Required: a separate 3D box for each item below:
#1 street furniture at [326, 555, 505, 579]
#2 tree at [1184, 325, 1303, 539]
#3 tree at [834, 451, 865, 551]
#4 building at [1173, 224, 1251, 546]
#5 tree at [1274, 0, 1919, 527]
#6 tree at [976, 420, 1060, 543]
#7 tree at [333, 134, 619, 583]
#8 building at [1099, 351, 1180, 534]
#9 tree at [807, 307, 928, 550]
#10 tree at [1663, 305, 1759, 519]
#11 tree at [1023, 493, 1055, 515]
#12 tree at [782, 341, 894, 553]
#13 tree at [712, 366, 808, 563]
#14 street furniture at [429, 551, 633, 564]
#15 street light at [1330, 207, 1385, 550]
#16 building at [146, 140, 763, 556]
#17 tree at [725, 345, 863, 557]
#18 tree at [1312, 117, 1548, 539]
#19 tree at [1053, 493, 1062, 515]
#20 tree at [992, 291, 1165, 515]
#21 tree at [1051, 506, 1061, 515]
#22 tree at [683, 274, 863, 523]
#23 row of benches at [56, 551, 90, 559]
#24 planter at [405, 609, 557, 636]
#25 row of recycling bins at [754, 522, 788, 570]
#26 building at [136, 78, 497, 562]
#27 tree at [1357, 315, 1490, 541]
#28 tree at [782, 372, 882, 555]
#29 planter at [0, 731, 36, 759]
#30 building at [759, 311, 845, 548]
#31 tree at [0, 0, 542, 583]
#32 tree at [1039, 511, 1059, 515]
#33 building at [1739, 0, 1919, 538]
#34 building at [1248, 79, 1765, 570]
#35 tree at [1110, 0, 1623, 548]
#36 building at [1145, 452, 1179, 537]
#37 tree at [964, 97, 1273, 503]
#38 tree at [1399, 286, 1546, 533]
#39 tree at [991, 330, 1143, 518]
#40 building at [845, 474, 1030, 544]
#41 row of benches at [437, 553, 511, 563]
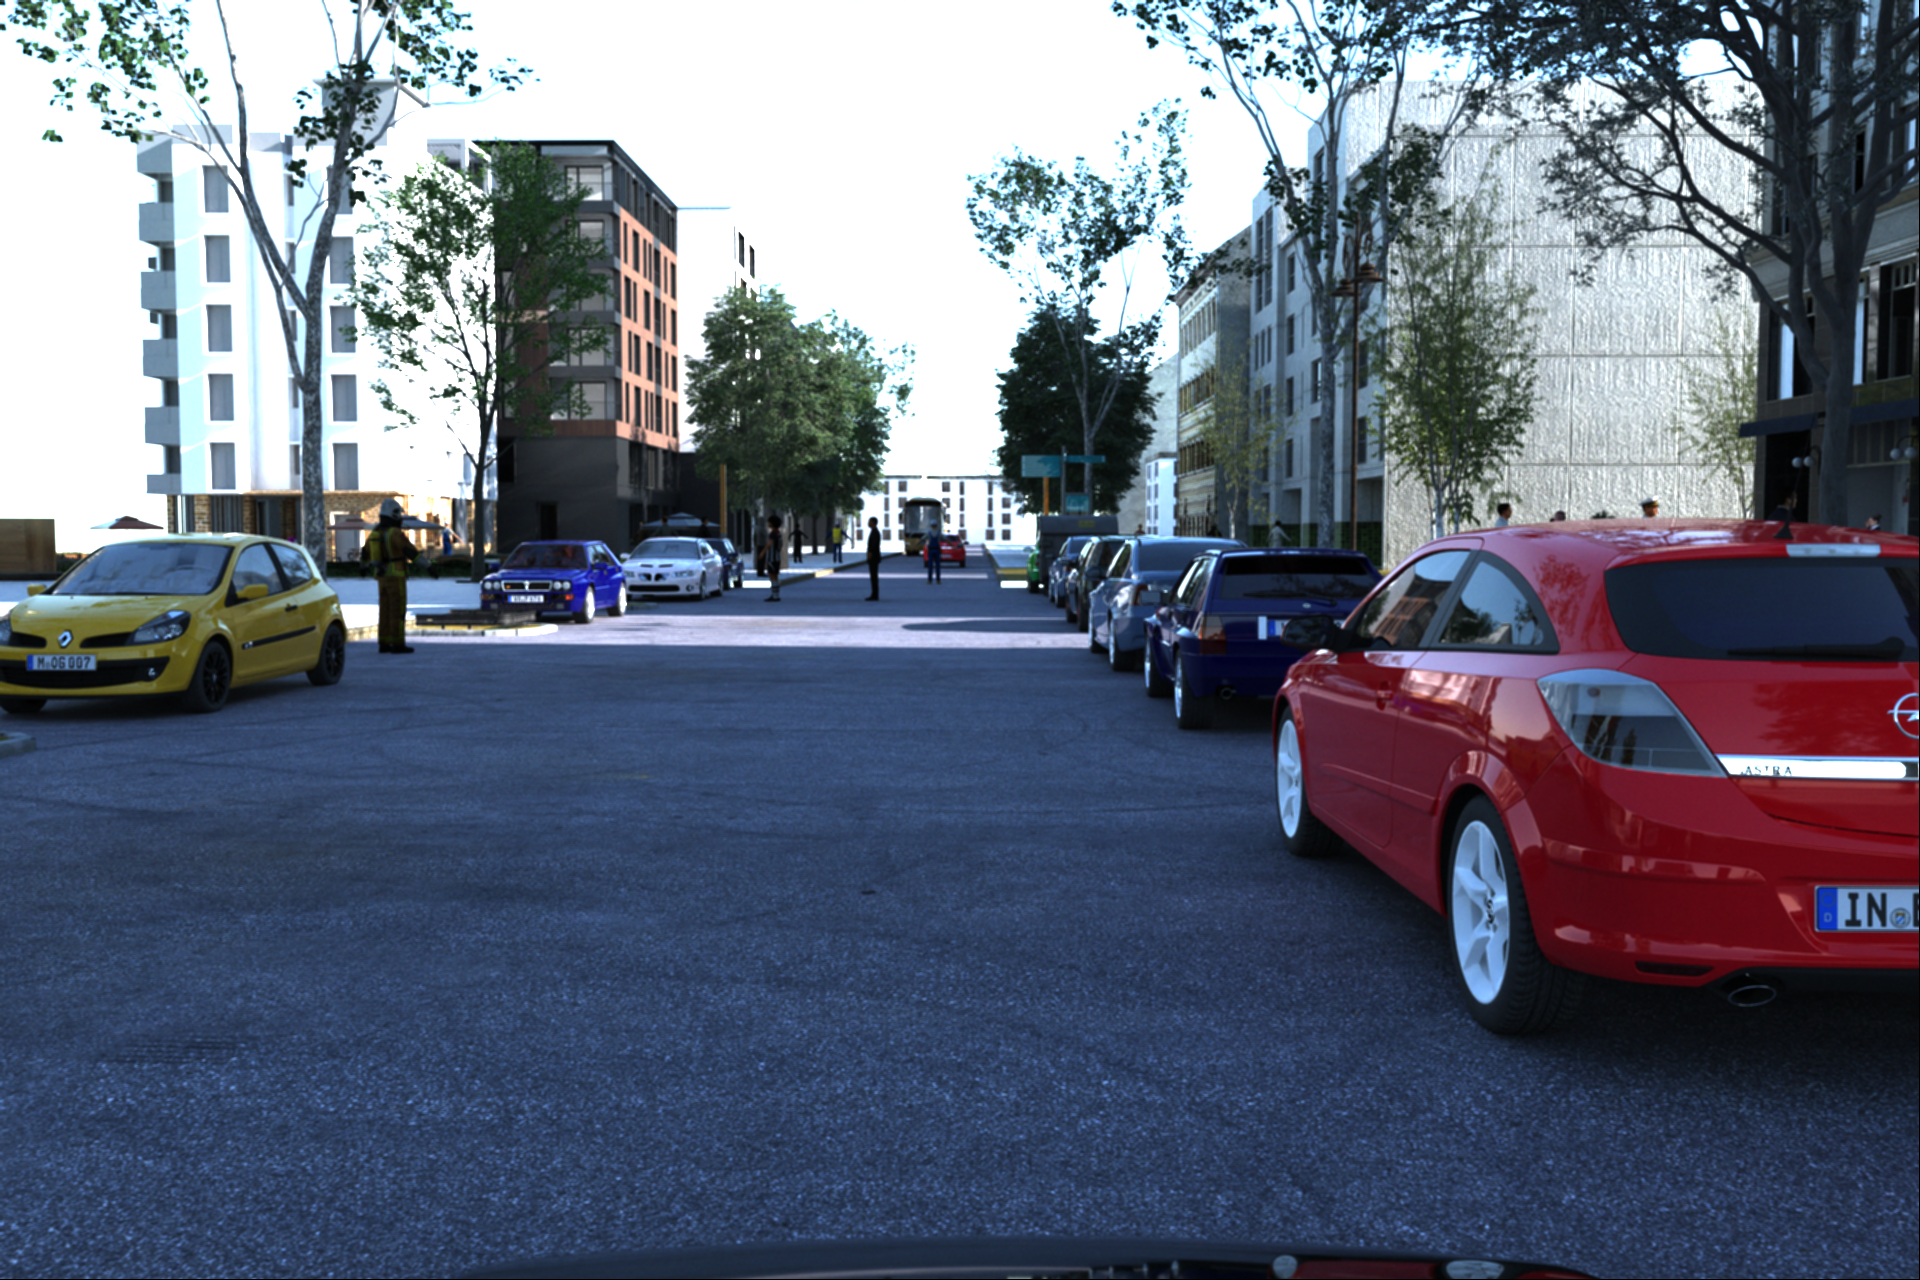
[{"bbox_3d":[-17.267,-2.210,51.754,10.072,0.657,5.734,0,4,-4],"label":"street furniture"},{"bbox_3d":[9.566,-6.770,61.054,4.360,8.622,3.978,0,3,0],"label":"tree"},{"bbox_3d":[-8.342,-11.095,131.763,4.360,8.622,3.978,0,3,0],"label":"tree"},{"bbox_3d":[23.222,-16.605,102.418,19.493,23.208,18.063,0,4,0],"label":"building"},{"bbox_3d":[8.052,-6.451,15.840,12.009,13.543,11.850,0,3,0],"label":"tree"},{"bbox_3d":[6.578,-14.334,144.733,12.009,13.543,11.850,0,3,0],"label":"tree"},{"bbox_3d":[-12.551,-7.312,45.304,9.928,11.665,9.643,0,3,0],"label":"tree"},{"bbox_3d":[26.499,-22.925,205.759,19.493,23.208,18.063,0,4,0],"label":"building"},{"bbox_3d":[-8.689,-17.573,143.206,12.611,20.169,13.585,0,3,0],"label":"tree"},{"bbox_3d":[25.250,-6.398,54.972,4.360,8.622,3.978,0,3,0],"label":"tree"},{"bbox_3d":[6.701,-10.991,130.069,4.737,8.622,4.395,0,3,0],"label":"tree"},{"bbox_3d":[-8.787,-12.803,115.985,9.857,13.997,8.962,0,3,0],"label":"tree"},{"bbox_3d":[-9.407,-7.732,76.778,4.360,8.622,3.978,0,3,0],"label":"tree"},{"bbox_3d":[-14.638,-2.961,64.042,10.072,0.657,5.734,-1,4,-13],"label":"street furniture"},{"bbox_3d":[5.687,-3.191,24.956,0.468,5.910,1.993,0,4,1],"label":"street light"},{"bbox_3d":[-28.159,-16.058,106.531,27.936,21.610,32.646,0,4,1],"label":"building"},{"bbox_3d":[-9.163,-10.385,95.548,9.928,11.665,9.643,0,3,0],"label":"tree"},{"bbox_3d":[8.708,-4.922,30.840,4.360,8.622,3.978,0,3,0],"label":"tree"},{"bbox_3d":[6.977,-10.039,114.506,4.737,8.622,4.395,0,3,0],"label":"tree"},{"bbox_3d":[6.133,-11.251,90.607,9.857,13.997,8.962,0,3,0],"label":"tree"},{"bbox_3d":[6.835,-10.558,122.987,4.737,8.622,4.395,0,3,0],"label":"tree"},{"bbox_3d":[-9.200,-10.907,84.982,9.857,13.997,8.962,0,3,0],"label":"tree"},{"bbox_3d":[-32.975,-2.942,63.572,1.422,0.672,4.104,0,4,-4],"label":"row of benches"},{"bbox_3d":[-6.985,-0.252,25.256,1.991,0.319,1.994,0,4,1],"label":"planter"},{"bbox_3d":[-6.827,-3.421,63.042,1.069,1.692,3.534,0,4,2],"label":"row of recycling bins"},{"bbox_3d":[-28.285,-13.270,73.379,16.016,20.090,11.380,0,4,1],"label":"building"},{"bbox_3d":[15.483,-6.523,57.010,4.737,8.622,4.395,0,3,0],"label":"tree"},{"bbox_3d":[-8.774,-11.007,105.724,9.928,11.665,9.643,0,3,0],"label":"tree"},{"bbox_3d":[-7.109,0.622,10.976,1.991,0.319,1.994,0,4,0],"label":"planter"},{"bbox_3d":[-26.653,-20.240,174.898,27.936,21.610,32.646,0,3,0],"label":"building"},{"bbox_3d":[-13.488,-10.870,33.614,12.611,20.169,13.585,0,3,0],"label":"tree"},{"bbox_3d":[14.447,-18.966,244.504,7.601,10.594,8.767,0,4,-5],"label":"tree"},{"bbox_3d":[28.900,-15.789,37.742,16.754,29.471,25.880,0,4,1],"label":"building"},{"bbox_3d":[23.558,-12.831,76.237,16.747,18.905,31.486,0,4,1],"label":"building"},{"bbox_3d":[9.950,-11.248,39.799,12.611,20.169,13.585,0,3,0],"label":"tree"},{"bbox_3d":[24.880,-14.391,177.436,9.099,9.664,28.070,0,4,0],"label":"building"},{"bbox_3d":[6.838,-13.400,74.979,12.611,20.169,13.585,0,3,0],"label":"tree"},{"bbox_3d":[15.062,-6.186,51.497,4.737,8.622,4.395,0,3,0],"label":"tree"},{"bbox_3d":[6.329,-12.012,103.047,9.857,13.997,8.962,0,3,0],"label":"tree"},{"bbox_3d":[-4.521,-18.261,243.171,28.070,9.664,9.099,1,4,9],"label":"building"},{"bbox_3d":[-15.206,-2.563,57.374,4.104,0.672,1.422,0,4,3],"label":"row of benches"}]
